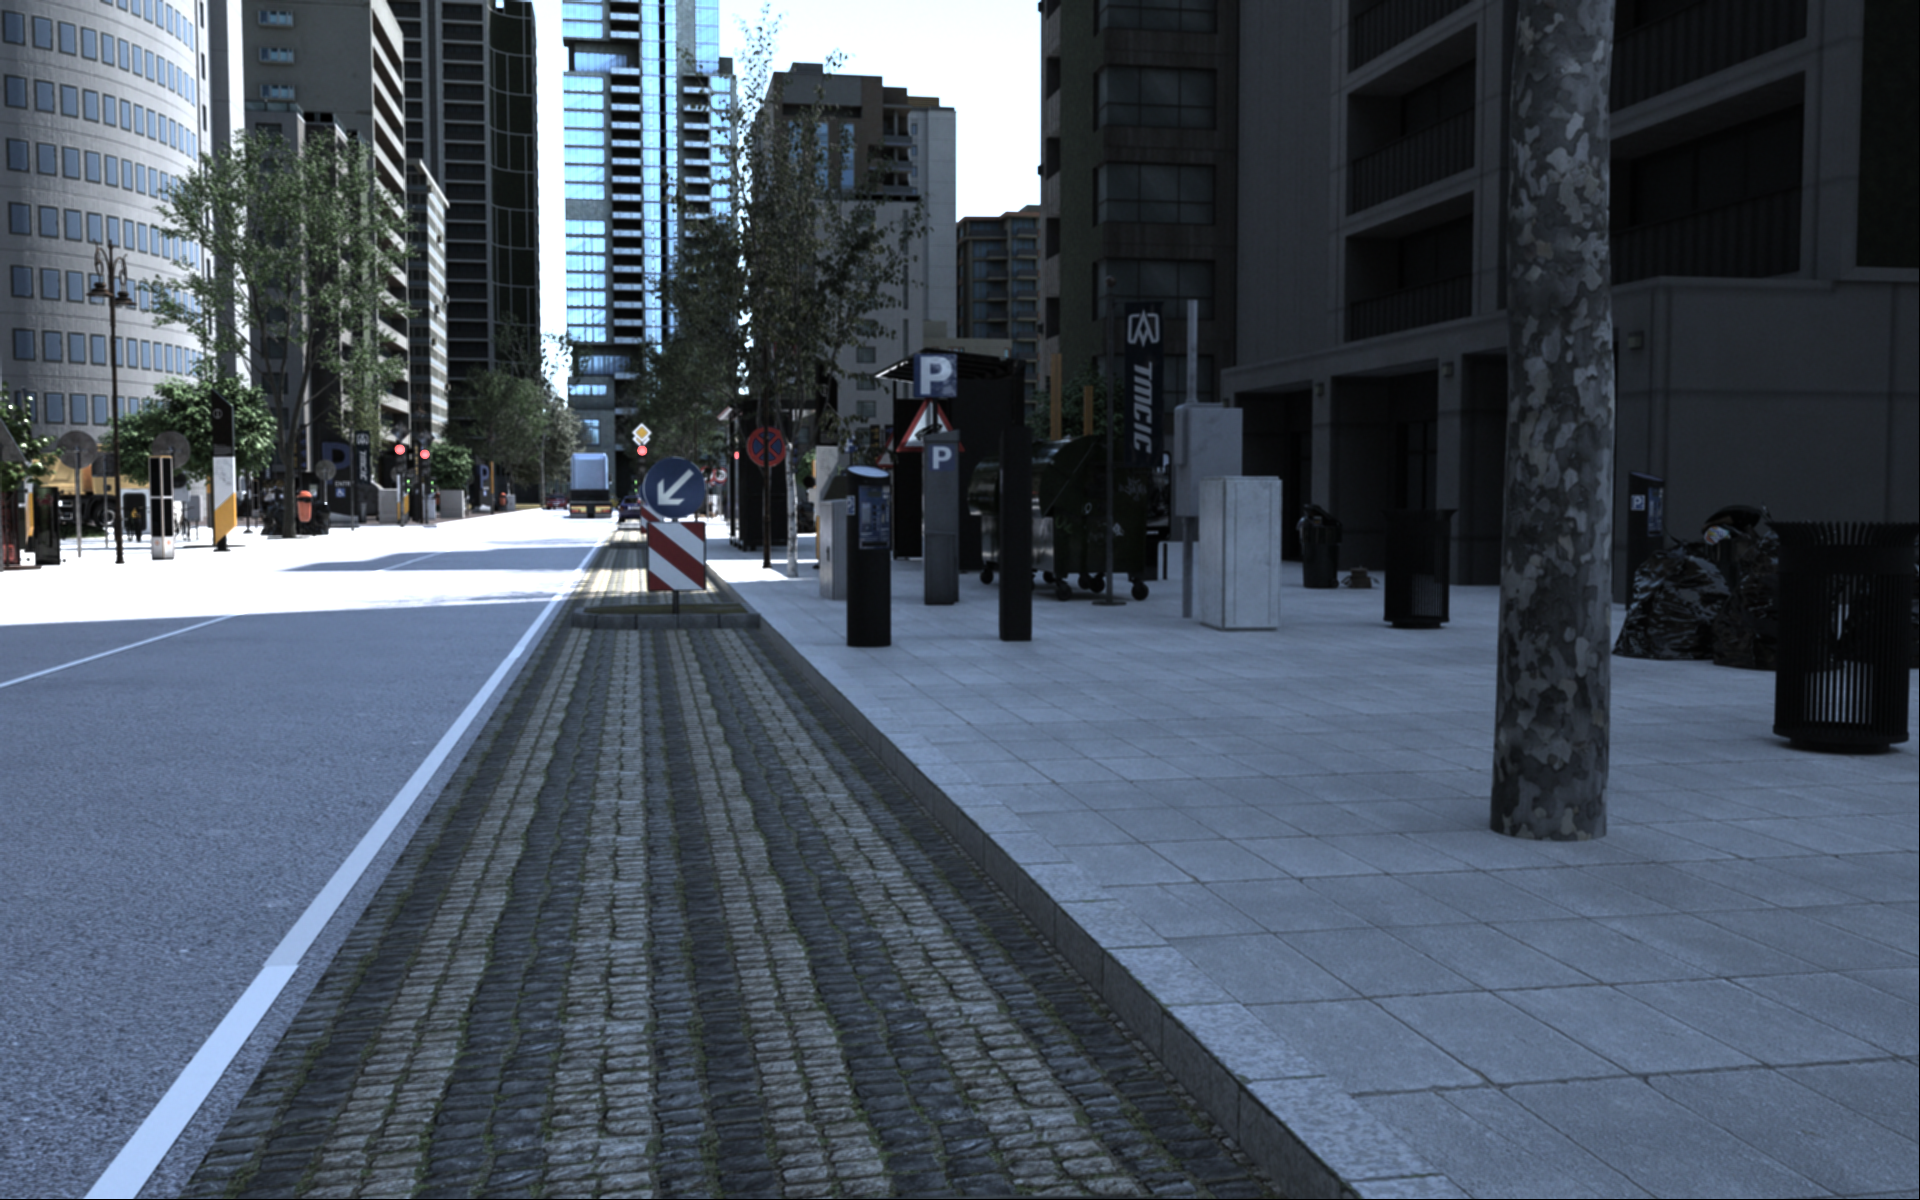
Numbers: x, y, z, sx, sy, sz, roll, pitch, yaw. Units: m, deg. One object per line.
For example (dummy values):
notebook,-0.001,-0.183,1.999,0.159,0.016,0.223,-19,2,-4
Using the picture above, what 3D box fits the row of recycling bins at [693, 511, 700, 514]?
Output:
row of recycling bins,-17.637,-6.383,111.479,1.069,1.692,3.534,-2,4,-29

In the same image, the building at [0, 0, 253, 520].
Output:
building,-52.571,-33.673,92.553,21.231,58.520,28.212,-1,4,-11

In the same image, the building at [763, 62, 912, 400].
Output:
building,-13.095,-32.519,181.790,14.600,45.320,14.200,-1,4,-11

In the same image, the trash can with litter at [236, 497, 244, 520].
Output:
trash can with litter,-36.315,-4.553,85.495,1.678,1.210,2.233,2,4,30

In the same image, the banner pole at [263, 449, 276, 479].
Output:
banner pole,-38.051,-6.461,95.652,0.863,3.779,0.401,-2,4,-30

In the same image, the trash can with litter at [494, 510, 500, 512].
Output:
trash can with litter,-32.888,-6.756,121.514,2.233,1.210,1.678,-3,5,-43

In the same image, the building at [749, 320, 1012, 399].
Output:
building,-10.442,-22.009,204.894,27.650,21.520,28.899,-1,4,-11

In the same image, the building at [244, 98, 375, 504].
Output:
building,-52.603,-21.933,130.301,14.160,30.474,14.107,-1,4,-11

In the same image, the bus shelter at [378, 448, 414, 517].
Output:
bus shelter,-29.111,-6.078,90.652,1.731,3.624,6.357,-1,4,-11

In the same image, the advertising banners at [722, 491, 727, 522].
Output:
advertising banners,-10.608,-5.118,79.871,0.090,3.025,2.074,-2,4,-25

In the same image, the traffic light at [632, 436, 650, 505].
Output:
traffic light,-13.980,-5.324,75.966,0.839,4.253,0.868,-1,4,-11

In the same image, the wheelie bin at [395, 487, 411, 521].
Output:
wheelie bin,-26.655,-4.568,82.601,0.980,1.594,0.693,2,4,27

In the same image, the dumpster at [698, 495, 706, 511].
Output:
dumpster,-16.216,-6.158,106.440,1.264,1.857,1.865,-1,4,-10

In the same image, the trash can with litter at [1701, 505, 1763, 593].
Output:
trash can with litter,7.644,-0.372,17.477,0.624,1.170,1.055,0,4,2

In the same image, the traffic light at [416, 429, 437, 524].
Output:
traffic light,-22.884,-5.221,74.288,0.839,4.253,0.868,-1,4,-11

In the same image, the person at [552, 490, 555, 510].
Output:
person,-37.585,-9.278,160.175,0.705,1.826,1.348,0,4,-8

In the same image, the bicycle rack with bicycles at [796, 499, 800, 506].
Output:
bicycle rack with bicycles,-12.175,-6.831,125.061,2.925,0.926,2.852,3,5,39

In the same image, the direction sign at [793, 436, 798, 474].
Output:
direction sign,-6.775,-4.627,67.651,0.876,3.537,0.379,-1,4,-13

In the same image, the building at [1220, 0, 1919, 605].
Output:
building,17.034,-35.812,23.776,20.563,71.187,20.611,-1,4,-11

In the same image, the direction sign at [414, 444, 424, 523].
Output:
direction sign,-24.344,-5.257,77.953,0.379,3.537,0.876,1,4,9

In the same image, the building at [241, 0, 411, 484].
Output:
building,-61.557,-32.425,153.854,21.300,48.544,21.600,-1,4,-11

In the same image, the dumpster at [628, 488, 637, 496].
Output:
dumpster,-41.949,-13.410,224.203,1.985,2.255,1.502,-1,4,-9

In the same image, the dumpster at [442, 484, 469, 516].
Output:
dumpster,-29.561,-6.043,101.293,1.502,2.255,1.985,-1,4,-11

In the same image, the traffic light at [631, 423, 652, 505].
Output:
traffic light,-12.509,-4.844,68.118,0.839,4.253,0.868,-1,4,-11

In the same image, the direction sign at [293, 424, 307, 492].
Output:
direction sign,-21.537,-3.945,56.495,0.876,3.537,0.379,3,5,39

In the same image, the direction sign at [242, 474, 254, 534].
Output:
direction sign,-23.222,-3.939,56.401,0.379,3.537,0.876,-2,4,-29

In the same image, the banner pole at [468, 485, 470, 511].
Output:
banner pole,-37.481,-8.667,131.715,0.401,3.779,0.863,-3,5,-43

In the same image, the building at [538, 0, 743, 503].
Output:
building,-45.391,-57.451,251.990,31.000,86.520,22.319,-1,4,-11

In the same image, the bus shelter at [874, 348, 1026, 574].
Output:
bus shelter,-0.261,-2.430,31.013,1.731,3.624,6.357,-1,4,-11

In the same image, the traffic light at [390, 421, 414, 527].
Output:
traffic light,-21.412,-4.741,66.439,0.839,4.253,0.868,-1,4,-11

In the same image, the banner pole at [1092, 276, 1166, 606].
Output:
banner pole,1.949,-1.828,19.903,0.863,3.779,0.401,1,4,20

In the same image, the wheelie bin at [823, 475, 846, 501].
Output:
wheelie bin,-1.876,-1.281,28.851,0.980,1.594,0.693,3,5,40

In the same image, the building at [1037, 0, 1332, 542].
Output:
building,9.418,-17.227,53.366,14.160,30.474,14.107,-1,4,-11

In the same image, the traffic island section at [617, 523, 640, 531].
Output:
traffic island section,-12.467,-2.811,68.239,2.009,0.180,2.903,-1,4,-11

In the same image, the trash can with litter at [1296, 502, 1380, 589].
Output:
trash can with litter,5.166,-0.753,23.691,1.055,1.170,0.624,0,4,1

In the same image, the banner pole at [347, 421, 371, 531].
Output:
banner pole,-20.777,-4.271,59.841,0.863,3.779,0.401,-1,4,-20

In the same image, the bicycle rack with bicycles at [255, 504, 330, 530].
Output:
bicycle rack with bicycles,-23.743,-2.935,61.364,2.852,0.926,2.925,-2,4,-30

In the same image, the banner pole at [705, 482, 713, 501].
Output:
banner pole,-19.643,-8.873,135.087,0.863,3.779,0.401,-2,4,-27

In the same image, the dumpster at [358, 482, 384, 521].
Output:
dumpster,-28.136,-4.688,82.403,1.264,1.857,1.865,-1,4,-11

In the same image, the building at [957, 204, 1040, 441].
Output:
building,12.055,-37.308,264.613,28.867,44.769,22.147,-1,4,-11

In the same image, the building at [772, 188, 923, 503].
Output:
building,-11.432,-24.244,168.097,14.160,30.474,14.107,-1,4,-11

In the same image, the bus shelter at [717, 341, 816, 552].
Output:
bus shelter,-4.809,-3.974,42.607,2.179,5.291,8.768,-1,4,-10

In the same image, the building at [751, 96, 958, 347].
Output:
building,-16.170,-43.770,257.644,28.212,58.520,21.231,-1,4,-11

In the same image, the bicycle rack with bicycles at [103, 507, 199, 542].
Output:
bicycle rack with bicycles,-22.113,-2.081,47.398,2.852,0.926,2.925,-1,4,-16

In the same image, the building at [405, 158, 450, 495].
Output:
building,-69.603,-30.581,191.885,23.993,40.220,32.217,-1,4,-11

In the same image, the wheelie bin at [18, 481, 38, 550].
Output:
wheelie bin,-21.726,-1.972,40.156,0.980,1.594,0.693,-2,4,-31

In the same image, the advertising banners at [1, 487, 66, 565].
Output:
advertising banners,-17.190,-2.141,31.200,2.074,3.025,0.090,0,4,2

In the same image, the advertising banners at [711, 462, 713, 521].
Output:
advertising banners,-11.948,-5.332,83.364,0.090,3.025,2.074,-1,4,-8

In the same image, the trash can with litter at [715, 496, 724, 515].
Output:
trash can with litter,-14.414,-5.708,104.718,0.624,1.170,1.055,1,4,15

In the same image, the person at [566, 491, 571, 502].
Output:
person,-43.330,-11.265,192.689,1.348,1.823,0.705,1,4,10

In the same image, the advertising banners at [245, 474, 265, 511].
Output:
advertising banners,-40.829,-6.374,100.399,2.074,3.025,0.090,2,4,33

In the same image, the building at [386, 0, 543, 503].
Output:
building,-70.874,-49.461,246.939,20.611,71.187,20.563,-1,4,-11
